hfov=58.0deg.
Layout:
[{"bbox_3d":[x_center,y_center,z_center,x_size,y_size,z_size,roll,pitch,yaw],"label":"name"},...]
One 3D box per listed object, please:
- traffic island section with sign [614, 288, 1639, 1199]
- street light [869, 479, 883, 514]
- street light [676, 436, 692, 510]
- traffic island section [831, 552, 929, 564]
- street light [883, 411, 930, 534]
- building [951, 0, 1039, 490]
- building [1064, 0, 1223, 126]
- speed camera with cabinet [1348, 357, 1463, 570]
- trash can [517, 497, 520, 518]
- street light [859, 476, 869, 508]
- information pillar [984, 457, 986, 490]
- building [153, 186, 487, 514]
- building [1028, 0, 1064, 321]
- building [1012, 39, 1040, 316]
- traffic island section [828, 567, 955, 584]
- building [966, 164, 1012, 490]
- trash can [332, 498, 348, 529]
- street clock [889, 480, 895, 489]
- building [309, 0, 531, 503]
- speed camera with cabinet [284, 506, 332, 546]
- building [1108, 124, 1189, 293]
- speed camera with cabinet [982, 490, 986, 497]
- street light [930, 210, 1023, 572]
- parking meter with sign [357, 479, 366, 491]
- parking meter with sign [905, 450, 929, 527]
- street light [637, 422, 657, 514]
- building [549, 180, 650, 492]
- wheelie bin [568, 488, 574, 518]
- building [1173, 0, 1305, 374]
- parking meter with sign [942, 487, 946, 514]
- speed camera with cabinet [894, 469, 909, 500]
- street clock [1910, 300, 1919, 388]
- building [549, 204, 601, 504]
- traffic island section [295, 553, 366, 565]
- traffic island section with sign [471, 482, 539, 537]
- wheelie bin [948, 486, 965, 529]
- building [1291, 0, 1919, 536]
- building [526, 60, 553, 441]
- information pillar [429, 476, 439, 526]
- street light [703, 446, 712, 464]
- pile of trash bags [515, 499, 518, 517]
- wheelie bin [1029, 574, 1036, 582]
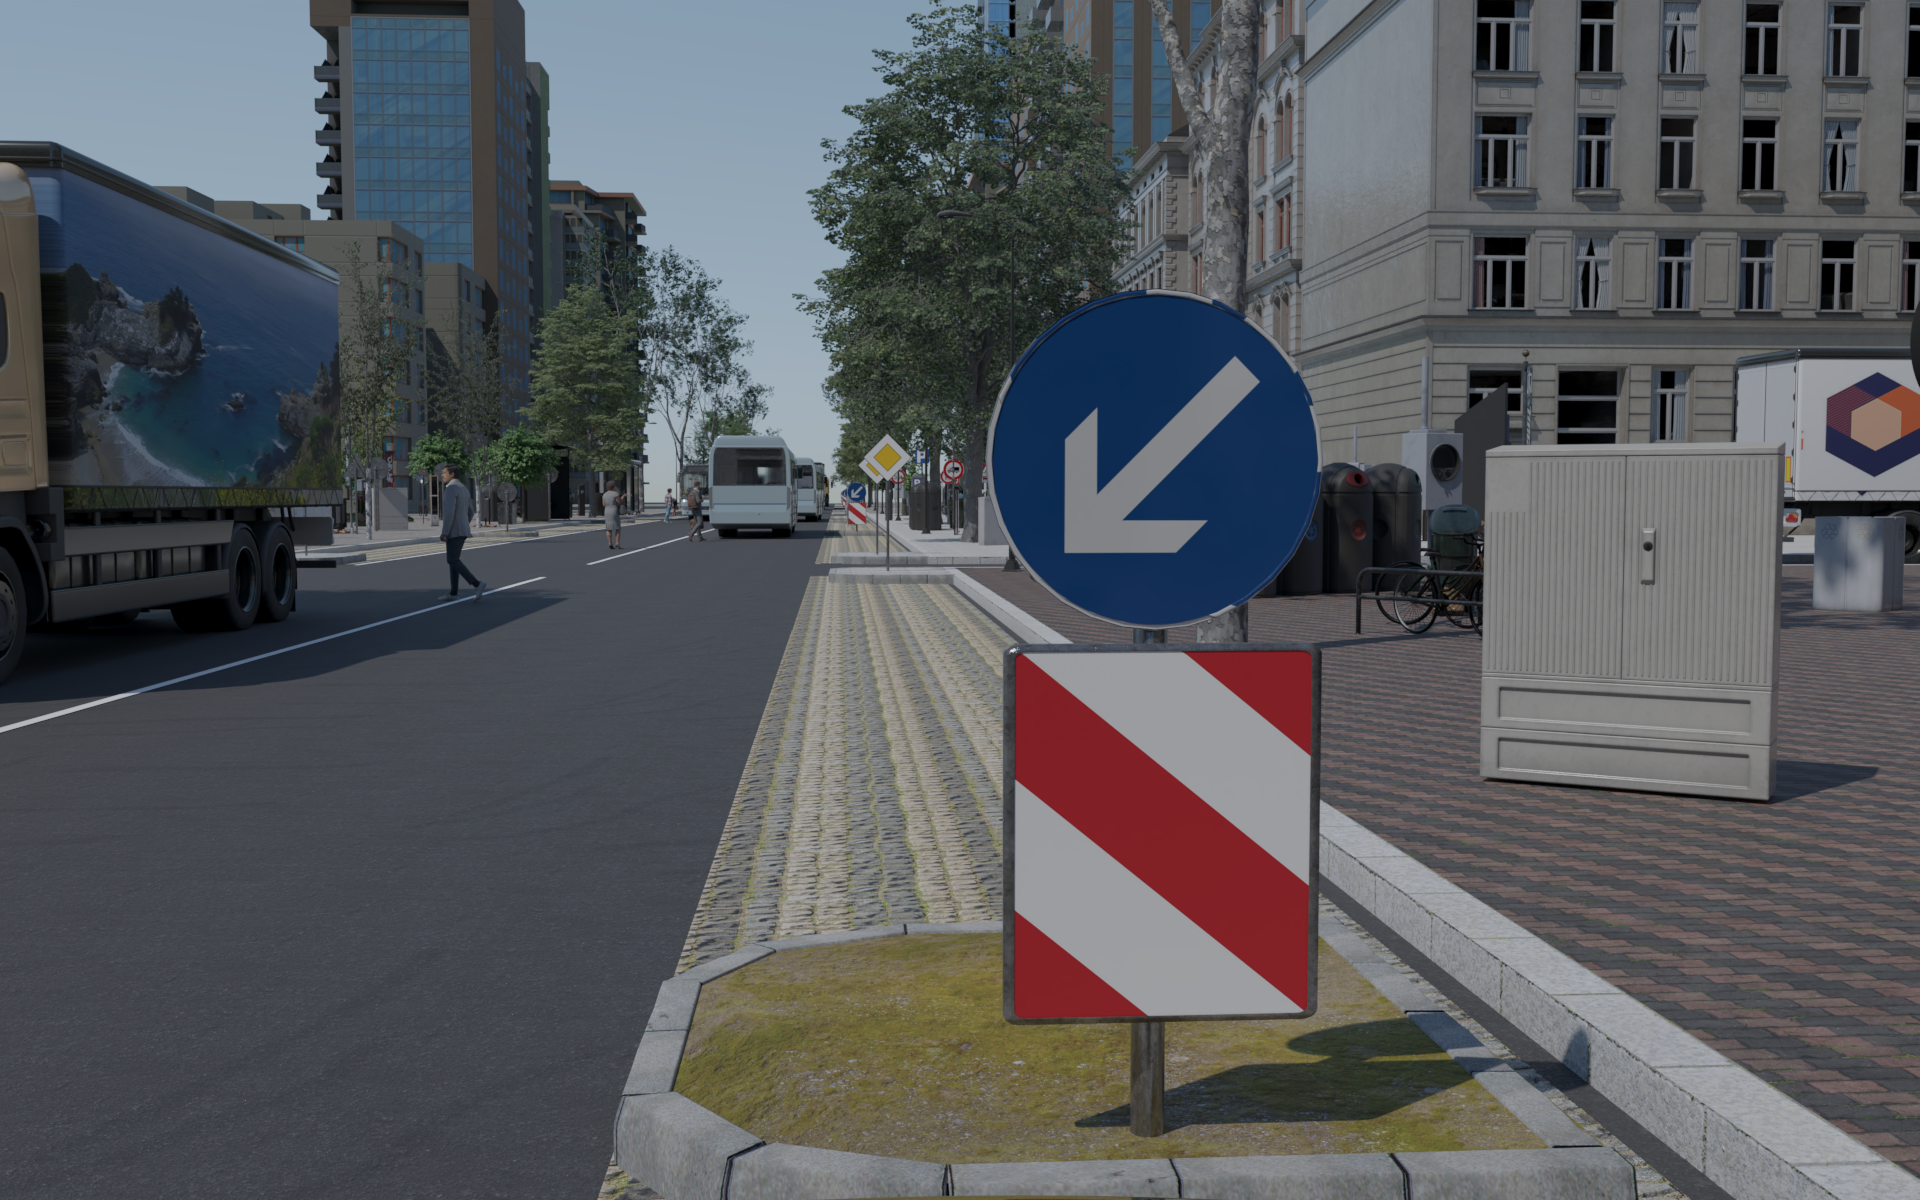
[{"bbox_3d":[0.225,0.274,4.145,1.989,1.847,2.006,0,4,-4],"label":"traffic island section with sign"},{"bbox_3d":[-3.489,-6.738,82.709,1.470,5.913,1.316,0,4,-4],"label":"street light"},{"bbox_3d":[-22.328,-10.224,139.711,1.470,5.913,1.316,0,4,-4],"label":"street light"},{"bbox_3d":[-1.736,-0.888,36.802,2.009,0.180,2.903,0,4,-4],"label":"traffic island section"},{"bbox_3d":[-1.626,-5.076,55.532,1.470,5.913,1.316,0,4,-4],"label":"street light"},{"bbox_3d":[10.290,-57.631,254.939,22.319,86.520,31.000,0,4,-4],"label":"building"},{"bbox_3d":[15.097,-28.932,123.148,14.600,45.320,14.200,0,4,-4],"label":"building"},{"bbox_3d":[6.163,-1.850,24.583,2.038,3.252,0.660,-2,4,-25],"label":"speed camera with cabinet"},{"bbox_3d":[-23.478,-4.984,93.138,0.748,1.137,0.748,0,3,0],"label":"trash can"},{"bbox_3d":[-5.517,-8.457,110.808,1.470,5.913,1.316,0,4,-4],"label":"street light"},{"bbox_3d":[1.251,-5.576,82.522,0.183,3.616,0.504,-1,4,-14],"label":"information pillar"},{"bbox_3d":[-50.667,-17.015,123.231,27.650,21.520,28.899,0,4,-4],"label":"building"},{"bbox_3d":[17.611,-32.168,145.550,23.786,49.044,30.456,0,4,-4],"label":"building"},{"bbox_3d":[12.625,-31.656,167.694,14.600,45.320,14.200,0,4,-4],"label":"building"},{"bbox_3d":[-1.179,-0.401,28.836,2.009,0.180,2.903,0,4,-4],"label":"traffic island section"},{"bbox_3d":[12.196,-34.971,226.395,22.147,44.769,28.867,0,4,-4],"label":"building"},{"bbox_3d":[-22.679,-3.149,63.143,0.748,1.137,0.748,0,3,0],"label":"trash can"},{"bbox_3d":[-3.635,-5.250,90.412,0.358,2.002,0.471,3,5,41],"label":"street clock"},{"bbox_3d":[-44.282,-30.242,144.560,14.600,45.320,14.200,0,4,-4],"label":"building"},{"bbox_3d":[-16.516,-2.942,42.436,2.038,3.252,0.660,-3,5,-43],"label":"speed camera with cabinet"},{"bbox_3d":[15.300,-16.787,103.339,11.050,23.489,19.941,0,4,-4],"label":"building"},{"bbox_3d":[1.319,-4.441,66.951,2.038,3.252,0.660,3,4,37],"label":"speed camera with cabinet"},{"bbox_3d":[0.325,-3.427,28.576,1.470,5.913,1.316,0,4,-4],"label":"street light"},{"bbox_3d":[-29.227,-5.411,84.734,0.543,3.016,1.738,-3,5,-42],"label":"parking meter with sign"},{"bbox_3d":[-1.624,-4.335,67.139,0.543,3.016,1.738,1,4,9],"label":"parking meter with sign"},{"bbox_3d":[-20.300,-8.537,112.122,1.470,5.913,1.316,0,4,-4],"label":"street light"},{"bbox_3d":[-55.922,-36.047,243.986,22.147,44.769,28.867,0,4,-4],"label":"building"},{"bbox_3d":[-21.200,-5.220,93.253,0.980,1.594,0.693,-3,5,-40],"label":"wheelie bin"},{"bbox_3d":[19.013,-17.999,81.681,14.401,28.519,23.554,0,4,-4],"label":"building"},{"bbox_3d":[-0.725,-6.892,108.948,1.738,3.016,0.543,-2,4,-26],"label":"parking meter with sign"},{"bbox_3d":[-2.610,-6.074,93.639,2.038,3.252,0.660,3,4,37],"label":"speed camera with cabinet"},{"bbox_3d":[3.273,-0.060,5.546,0.471,2.002,0.358,-2,4,-26],"label":"street clock"},{"bbox_3d":[-58.842,-32.141,217.391,32.217,40.220,23.993,0,4,-4],"label":"building"},{"bbox_3d":[-13.599,-0.838,35.979,2.009,0.180,2.903,0,4,-4],"label":"traffic island section"},{"bbox_3d":[-15.149,-3.008,57.802,1.989,1.847,2.006,0,4,-4],"label":"traffic island section with sign"},{"bbox_3d":[-0.078,-3.462,64.508,0.693,1.594,0.980,-1,4,-21],"label":"wheelie bin"},{"bbox_3d":[27.850,-13.888,60.360,30.059,22.955,16.112,0,4,-4],"label":"building"},{"bbox_3d":[-45.616,-29.061,158.743,14.154,41.232,14.086,0,4,-4],"label":"building"},{"bbox_3d":[-20.881,-3.932,68.776,0.304,2.012,0.304,-2,4,-25],"label":"information pillar"},{"bbox_3d":[-24.182,-11.887,166.889,1.470,5.913,1.316,0,4,-4],"label":"street light"},{"bbox_3d":[-24.217,-5.393,97.929,1.912,1.369,3.447,-1,4,-14],"label":"pile of trash bags"},{"bbox_3d":[1.392,-1.059,25.216,0.693,1.594,0.980,-1,4,-20],"label":"wheelie bin"}]
